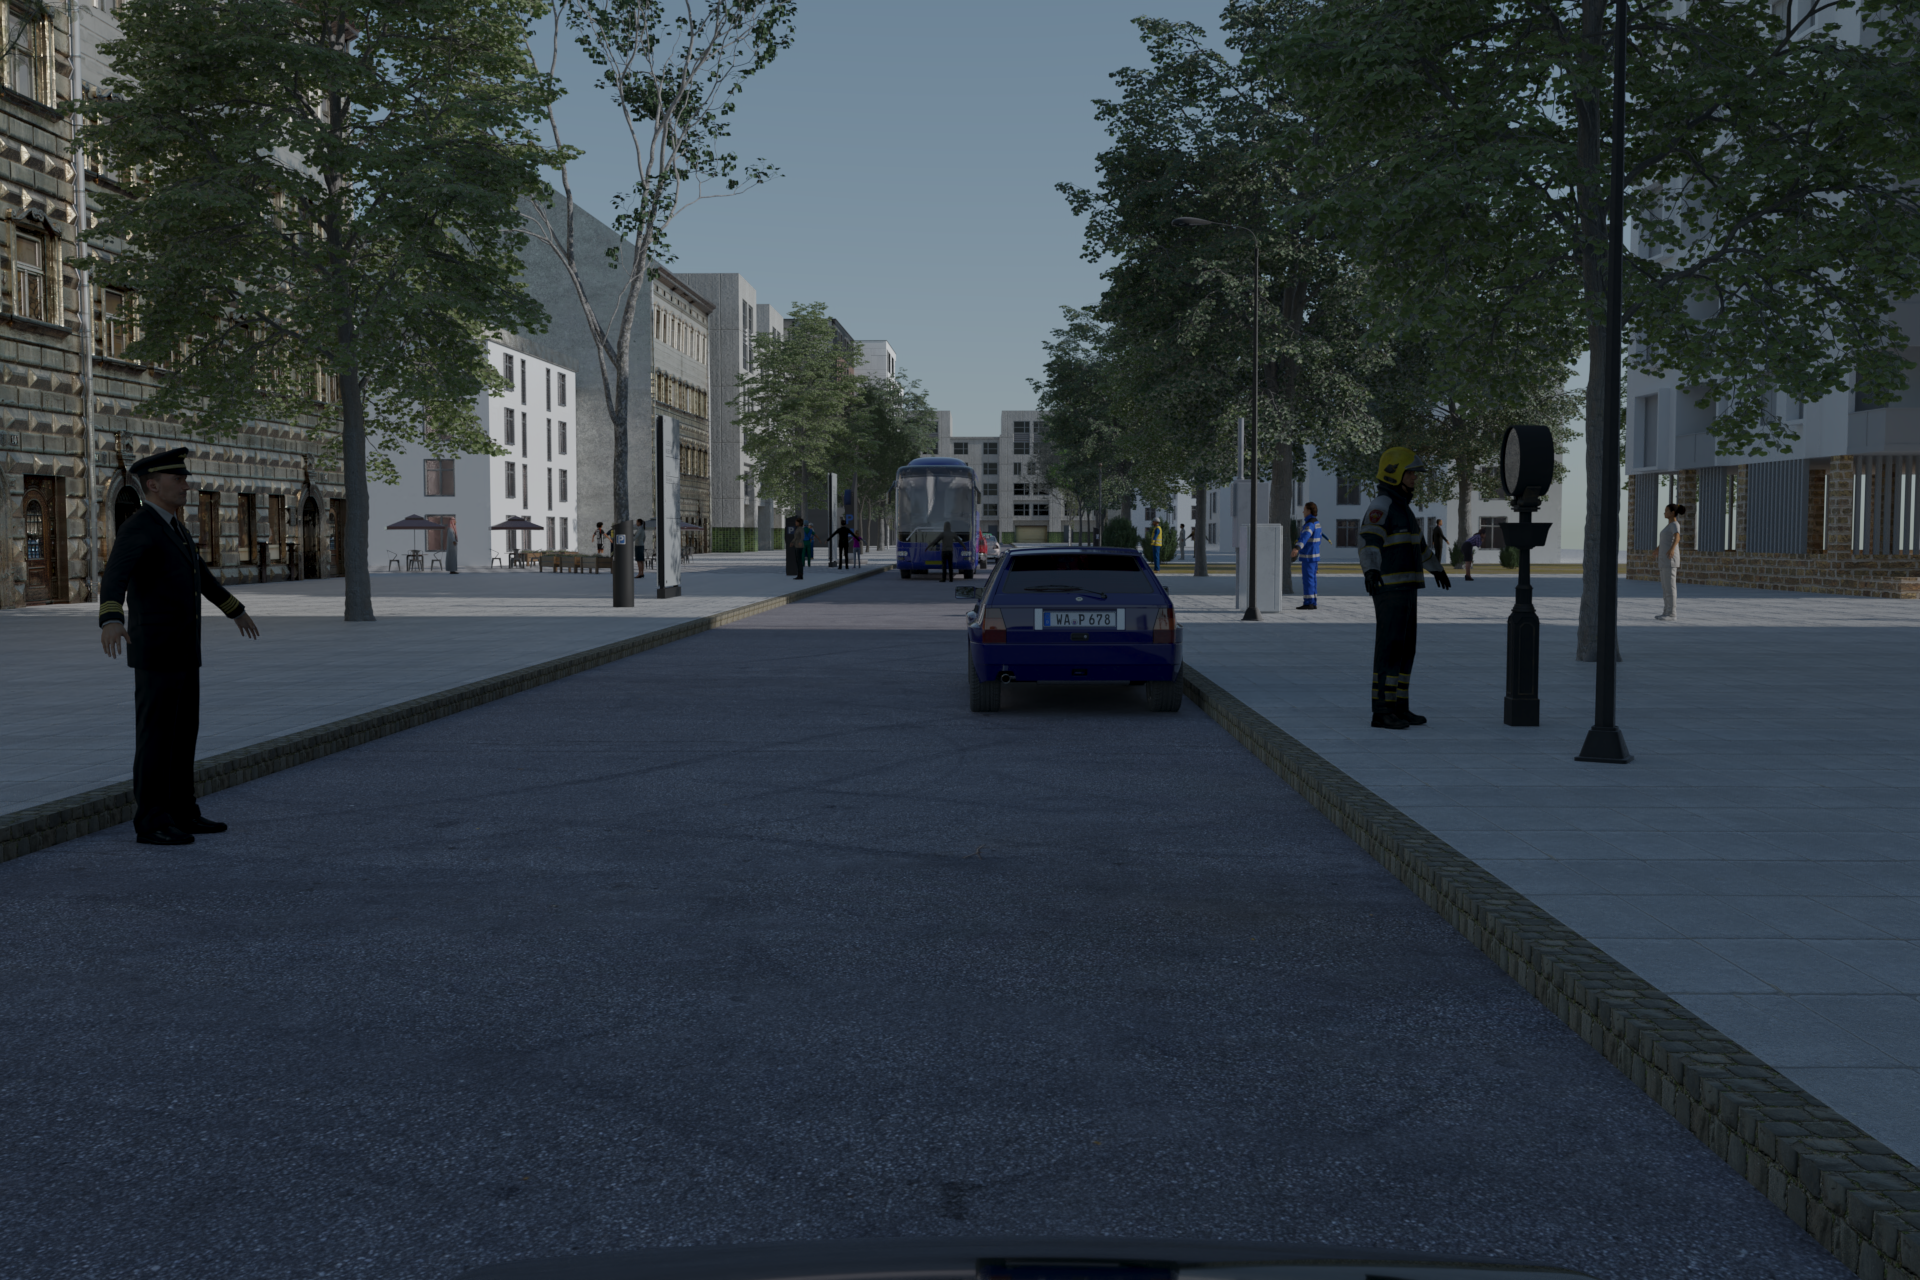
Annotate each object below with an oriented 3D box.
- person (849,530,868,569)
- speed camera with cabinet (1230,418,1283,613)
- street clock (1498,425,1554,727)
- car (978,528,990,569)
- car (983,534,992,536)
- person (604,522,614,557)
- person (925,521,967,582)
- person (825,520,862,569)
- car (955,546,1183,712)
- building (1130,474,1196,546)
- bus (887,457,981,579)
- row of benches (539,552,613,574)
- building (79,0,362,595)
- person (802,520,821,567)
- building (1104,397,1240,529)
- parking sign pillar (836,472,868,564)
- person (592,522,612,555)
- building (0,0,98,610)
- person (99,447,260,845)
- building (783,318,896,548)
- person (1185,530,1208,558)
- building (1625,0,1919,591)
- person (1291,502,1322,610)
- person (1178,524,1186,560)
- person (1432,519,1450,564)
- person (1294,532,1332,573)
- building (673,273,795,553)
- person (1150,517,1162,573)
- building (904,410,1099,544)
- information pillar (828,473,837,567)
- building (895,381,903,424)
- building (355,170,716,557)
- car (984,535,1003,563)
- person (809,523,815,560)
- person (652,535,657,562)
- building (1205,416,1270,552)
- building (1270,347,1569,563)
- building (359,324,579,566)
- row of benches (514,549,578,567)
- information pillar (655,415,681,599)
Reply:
[{"bbox_3d":[-3.868,-3.382,64.562,0.991,1.433,0.599,-2,4,-25],"label":"person"},{"bbox_3d":[4.944,-2.111,28.857,0.660,3.252,2.038,0,4,2],"label":"speed camera with cabinet"},{"bbox_3d":[3.770,-0.428,11.571,0.358,2.002,0.471,0,4,2],"label":"street clock"},{"bbox_3d":[0.127,-3.917,72.719,2.281,1.827,5.304,0,4,1],"label":"car"},{"bbox_3d":[2.086,-8.598,149.380,1.959,1.807,4.718,0,4,1],"label":"car"},{"bbox_3d":[-16.878,-4.819,84.568,1.354,1.856,0.705,1,4,9],"label":"person"},{"bbox_3d":[-0.392,-2.631,51.595,1.348,1.813,0.705,-2,4,-23],"label":"person"},{"bbox_3d":[-4.239,-3.473,62.967,1.347,1.806,0.705,-1,4,-10],"label":"person"},{"bbox_3d":[0.927,-0.166,15.295,1.945,1.354,3.894,0,3,0],"label":"car"},{"bbox_3d":[23.989,-15.567,196.673,9.099,9.664,28.070,0,4,1],"label":"building"},{"bbox_3d":[-0.659,-4.120,58.912,2.896,3.916,12.251,0,4,1],"label":"bus"},{"bbox_3d":[-12.716,-2.548,57.115,1.422,0.672,4.104,-3,5,-40],"label":"row of benches"},{"bbox_3d":[-27.380,-12.947,42.609,19.493,23.208,18.063,0,4,0],"label":"building"},{"bbox_3d":[-5.992,-3.737,67.224,1.347,1.817,0.704,-2,4,-24],"label":"person"},{"bbox_3d":[27.625,-23.981,223.024,19.493,23.208,18.063,0,4,1],"label":"building"},{"bbox_3d":[-4.714,-5.291,74.975,1.447,3.967,1.447,0,4,2],"label":"parking sign pillar"},{"bbox_3d":[-15.942,-4.327,76.884,1.345,1.843,0.704,3,5,39],"label":"person"},{"bbox_3d":[-25.544,-11.740,22.881,19.493,23.208,18.063,0,4,1],"label":"building"},{"bbox_3d":[-3.694,0.017,8.120,0.705,1.837,1.347,0,4,3],"label":"person"},{"bbox_3d":[-21.719,-20.602,180.815,27.936,21.610,32.646,0,4,2],"label":"building"},{"bbox_3d":[12.858,-5.391,93.911,1.354,1.858,0.705,-1,4,-14],"label":"person"},{"bbox_3d":[23.675,-11.609,46.226,16.016,20.090,11.380,0,4,1],"label":"building"},{"bbox_3d":[5.909,-1.433,29.409,0.704,1.831,1.345,2,4,26],"label":"person"},{"bbox_3d":[11.033,-4.895,86.218,0.705,1.806,1.347,0,4,-3],"label":"person"},{"bbox_3d":[16.511,-3.269,59.666,0.704,1.802,1.346,0,4,-6],"label":"person"},{"bbox_3d":[11.545,-3.070,56.654,1.216,1.772,0.721,1,4,9],"label":"person"},{"bbox_3d":[-22.970,-16.331,133.472,16.747,18.905,31.486,0,4,1],"label":"building"},{"bbox_3d":[6.473,-3.145,57.395,0.705,1.833,1.349,1,4,11],"label":"person"},{"bbox_3d":[6.040,-23.554,254.024,31.486,18.905,16.747,0,4,1],"label":"building"},{"bbox_3d":[-4.948,-4.646,67.278,0.184,3.620,1.656,0,4,2],"label":"information pillar"},{"bbox_3d":[-22.478,-23.548,228.990,27.936,21.610,32.646,0,4,2],"label":"building"},{"bbox_3d":[-26.195,-16.850,106.427,19.493,23.208,18.063,0,4,2],"label":"building"},{"bbox_3d":[1.110,-4.526,86.366,2.083,1.381,4.827,0,4,1],"label":"car"},{"bbox_3d":[-7.539,-4.984,87.338,0.705,1.847,1.347,1,4,14],"label":"person"},{"bbox_3d":[-13.957,-4.521,80.050,0.704,1.812,1.346,0,4,4],"label":"person"},{"bbox_3d":[22.775,-11.010,122.168,9.099,9.664,28.070,0,4,1],"label":"building"},{"bbox_3d":[22.751,-9.090,90.765,9.099,9.664,28.070,0,4,2],"label":"building"},{"bbox_3d":[-22.868,-8.646,83.514,9.099,9.664,28.070,0,4,2],"label":"building"},{"bbox_3d":[-16.790,-3.347,70.184,1.422,0.672,4.104,1,4,18],"label":"row of benches"},{"bbox_3d":[-5.893,-2.672,34.999,0.184,3.620,1.656,0,4,2],"label":"information pillar"}]
